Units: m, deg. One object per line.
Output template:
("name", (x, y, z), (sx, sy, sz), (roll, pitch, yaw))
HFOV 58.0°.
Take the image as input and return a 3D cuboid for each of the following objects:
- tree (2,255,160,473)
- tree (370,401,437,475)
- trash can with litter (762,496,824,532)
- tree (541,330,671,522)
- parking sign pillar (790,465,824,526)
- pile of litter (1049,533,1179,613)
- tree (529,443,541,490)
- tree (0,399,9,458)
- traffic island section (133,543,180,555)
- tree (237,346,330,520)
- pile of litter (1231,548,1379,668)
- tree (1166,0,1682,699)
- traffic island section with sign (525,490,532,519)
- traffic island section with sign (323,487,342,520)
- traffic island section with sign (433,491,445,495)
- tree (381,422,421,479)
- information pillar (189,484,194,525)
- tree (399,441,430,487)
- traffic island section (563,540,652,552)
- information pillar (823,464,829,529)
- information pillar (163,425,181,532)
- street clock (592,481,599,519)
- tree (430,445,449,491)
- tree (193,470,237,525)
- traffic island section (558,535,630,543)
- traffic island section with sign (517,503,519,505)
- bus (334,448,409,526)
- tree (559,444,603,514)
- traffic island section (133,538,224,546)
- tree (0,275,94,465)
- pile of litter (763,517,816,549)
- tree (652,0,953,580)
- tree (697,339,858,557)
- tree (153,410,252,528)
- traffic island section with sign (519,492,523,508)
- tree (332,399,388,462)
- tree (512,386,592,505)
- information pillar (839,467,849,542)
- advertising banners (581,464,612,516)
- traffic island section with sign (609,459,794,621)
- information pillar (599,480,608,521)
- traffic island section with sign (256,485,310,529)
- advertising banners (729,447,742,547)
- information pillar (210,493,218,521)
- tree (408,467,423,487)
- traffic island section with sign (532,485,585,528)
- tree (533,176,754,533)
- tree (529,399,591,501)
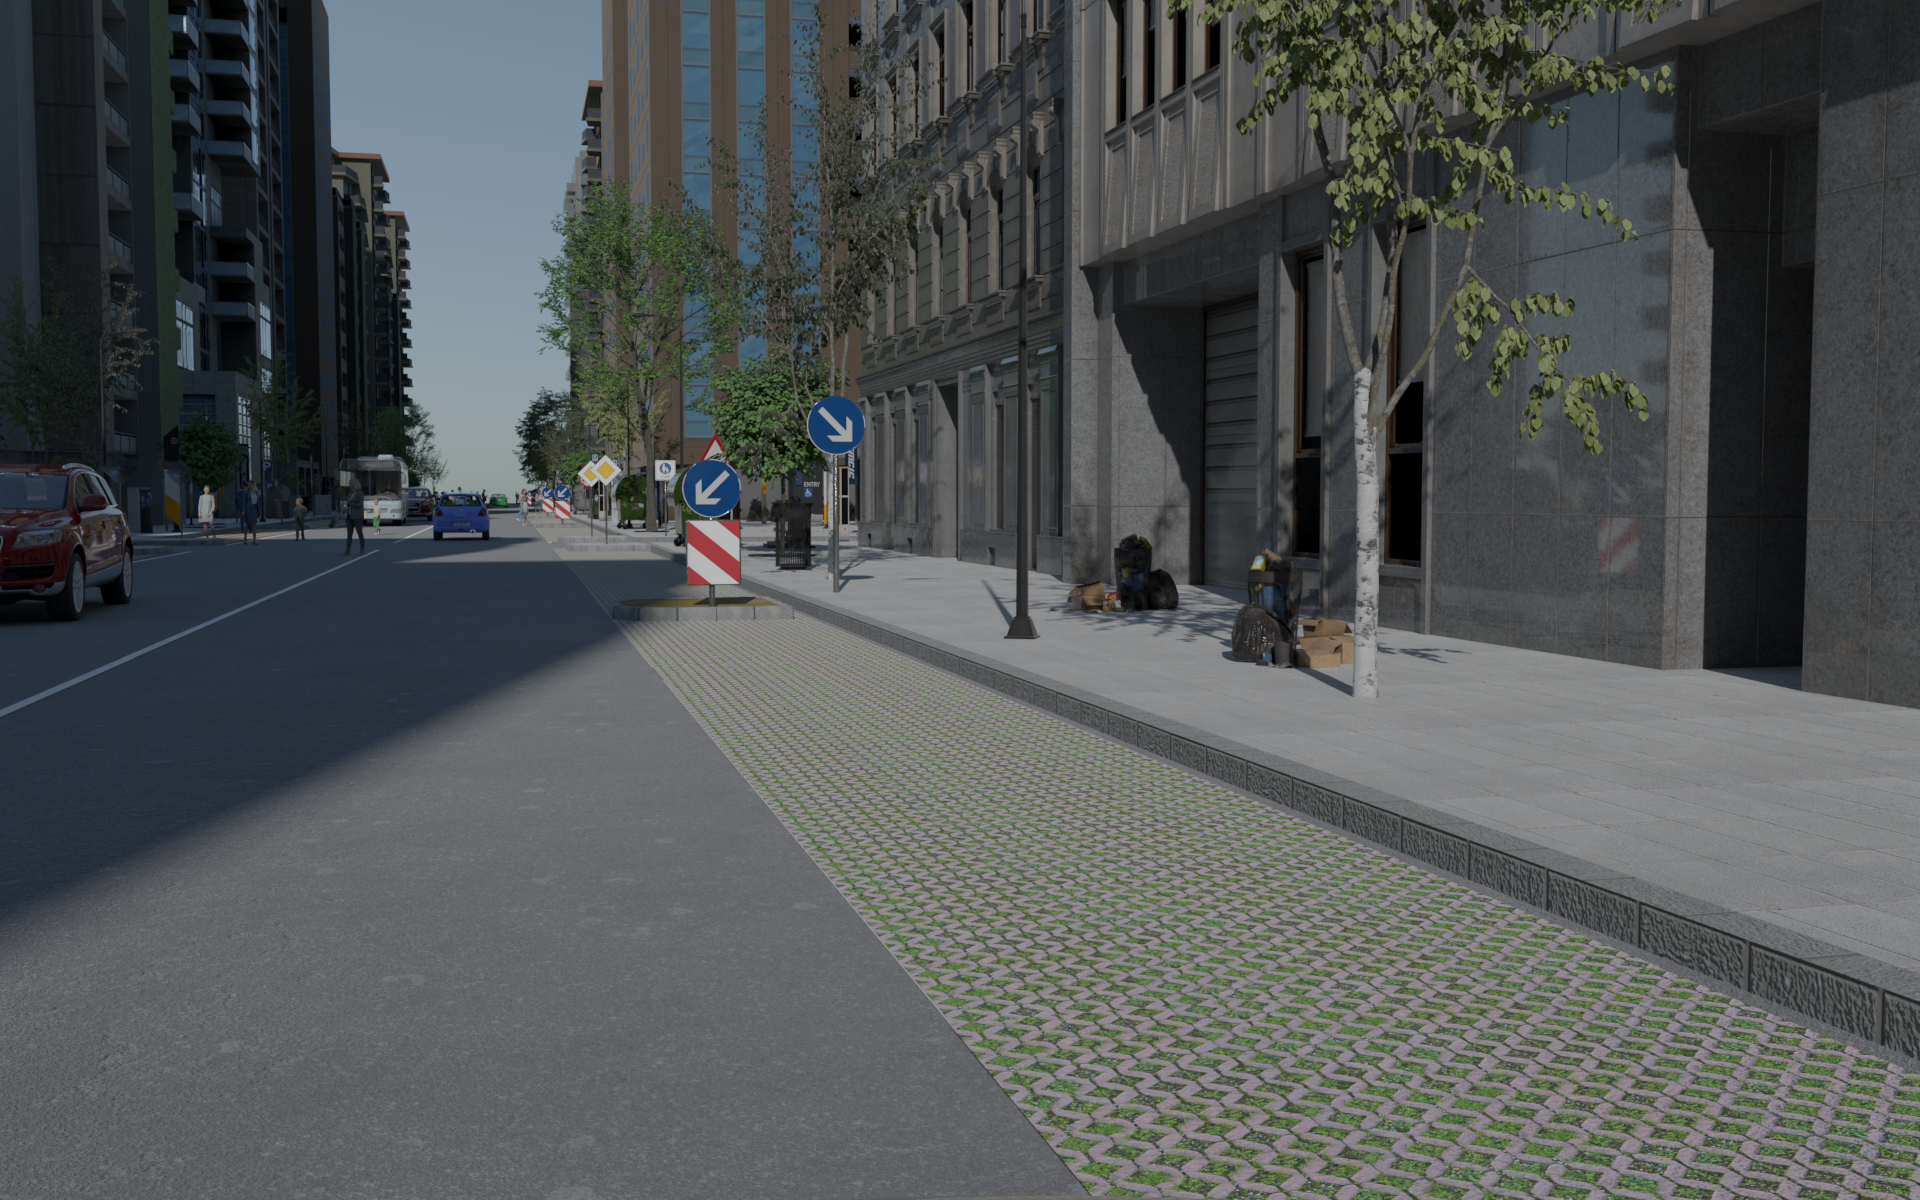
("tree", (-26.524, -6.242, 52.427), (4.360, 8.622, 3.978), (0, 3, 0))
("tree", (-61.641, -16.269, 191.747), (9.928, 11.665, 9.643), (0, 3, 0))
("trash can with litter", (-5.809, -2.929, 58.945), (2.233, 1.210, 1.678), (3, 5, 42))
("tree", (-15.515, -7.825, 78.296), (4.737, 8.622, 4.395), (0, 3, 0))
("parking sign pillar", (-6.140, -4.929, 69.061), (1.447, 3.967, 1.447), (-2, 4, -29))
("pile of litter", (1.722, -0.325, 19.272), (1.719, 0.858, 1.176), (-2, 4, -23))
("tree", (-46.333, -14.982, 195.320), (4.737, 8.622, 4.395), (0, 3, 0))
("tree", (-21.572, -3.180, 35.709), (4.285, 4.588, 4.351), (0, 3, 0))
("traffic island section", (-20.094, -1.172, 41.449), (2.009, 0.180, 2.903), (-1, 4, -15))
("tree", (-34.096, -8.345, 86.809), (4.737, 8.622, 4.395), (0, 3, 0))
("pile of litter", (2.707, 0.028, 13.511), (1.176, 0.858, 1.719), (3, 4, 37))
("tree", (2.582, -3.674, 10.439), (4.737, 8.622, 4.395), (0, 3, 0))
("traffic island section with sign", (-23.979, -5.601, 100.209), (1.989, 1.847, 2.006), (-1, 4, -15))
("traffic island section with sign", (-34.741, -5.431, 97.418), (1.989, 1.847, 2.006), (-1, 4, -15))
("traffic island section with sign", (-68.283, -13.287, 225.873), (1.989, 1.847, 2.006), (-1, 4, -15))
("tree", (-57.708, -13.907, 177.745), (4.737, 8.622, 4.395), (0, 3, 0))
("information pillar", (-31.582, -4.876, 71.078), (0.183, 3.616, 0.504), (-2, 4, -29))
("tree", (-68.716, -16.245, 215.966), (4.360, 8.622, 3.978), (0, 3, 0))
("traffic island section", (-9.021, -1.348, 44.326), (2.009, 0.180, 2.903), (-1, 4, -15))
("information pillar", (-4.937, -4.455, 64.197), (0.183, 3.616, 0.504), (1, 4, 12))
("information pillar", (-26.470, -4.090, 58.228), (0.504, 3.616, 0.183), (-1, 4, -22))
("street clock", (-18.709, -5.150, 88.777), (0.358, 2.002, 0.471), (2, 4, 28))
("tree", (-74.909, -17.840, 242.043), (4.360, 8.622, 3.978), (0, 3, 0))
("tree", (-31.597, -4.783, 72.804), (1.663, 3.219, 1.824), (0, 3, 0))
("traffic island section", (-11.039, -1.821, 52.053), (2.009, 0.180, 2.903), (-1, 4, -15))
("traffic island section with sign", (-43.472, -10.168, 174.871), (1.989, 1.847, 2.006), (-1, 4, -15))
("bus", (-27.244, -5.257, 80.818), (2.948, 3.499, 13.247), (-1, 4, -16))
("tree", (-24.615, -7.930, 113.364), (4.285, 4.588, 4.351), (0, 3, 0))
("traffic island section", (-22.112, -1.645, 49.176), (2.009, 0.180, 2.903), (-1, 4, -15))
("tree", (-30.974, -6.593, 58.164), (4.737, 8.622, 4.395), (0, 3, 0))
("pile of litter", (-4.064, -1.672, 41.303), (1.176, 0.858, 1.719), (-1, 4, -20))
("tree", (-2.099, -4.614, 25.803), (4.360, 8.622, 3.978), (0, 3, 0))
("tree", (-3.751, -3.183, 35.762), (4.285, 4.588, 4.351), (0, 3, 0))
("tree", (-28.761, -5.037, 66.063), (4.285, 4.588, 4.351), (0, 3, 0))
("traffic island section with sign", (-36.563, -8.549, 148.402), (1.989, 1.847, 2.006), (-1, 4, -15))
("tree", (-47.078, -11.317, 135.398), (4.360, 8.622, 3.978), (0, 3, 0))
("tree", (-48.317, -18.308, 205.985), (9.857, 13.997, 8.962), (0, 3, 0))
("information pillar", (-3.199, -2.584, 46.734), (0.304, 2.012, 0.304), (-3, 5, -42))
("advertising banners", (-20.871, -6.369, 100.317), (2.074, 3.025, 0.090), (0, 4, -7))
("traffic island section with sign", (-3.100, -0.716, 20.337), (1.989, 1.847, 2.006), (-1, 4, -15))
("information pillar", (-17.142, -4.815, 83.219), (0.304, 2.012, 0.304), (2, 4, 24))
("traffic island section with sign", (-27.918, -3.835, 71.338), (1.989, 1.847, 2.006), (-1, 4, -15))
("advertising banners", (-5.133, -2.647, 39.472), (0.090, 3.025, 2.074), (0, 4, -1))
("information pillar", (-35.899, -5.608, 83.038), (0.504, 3.616, 0.183), (-3, 5, -44))
("tree", (-65.835, -13.653, 206.941), (4.285, 4.588, 4.351), (0, 3, 0))
("traffic island section with sign", (-17.038, -3.978, 73.668), (1.989, 1.847, 2.006), (-1, 4, -15))
("tree", (-10.526, -8.079, 57.851), (9.928, 11.665, 9.643), (0, 3, 0))
("tree", (-30.266, -11.182, 133.183), (4.360, 8.622, 3.978), (0, 3, 0))
